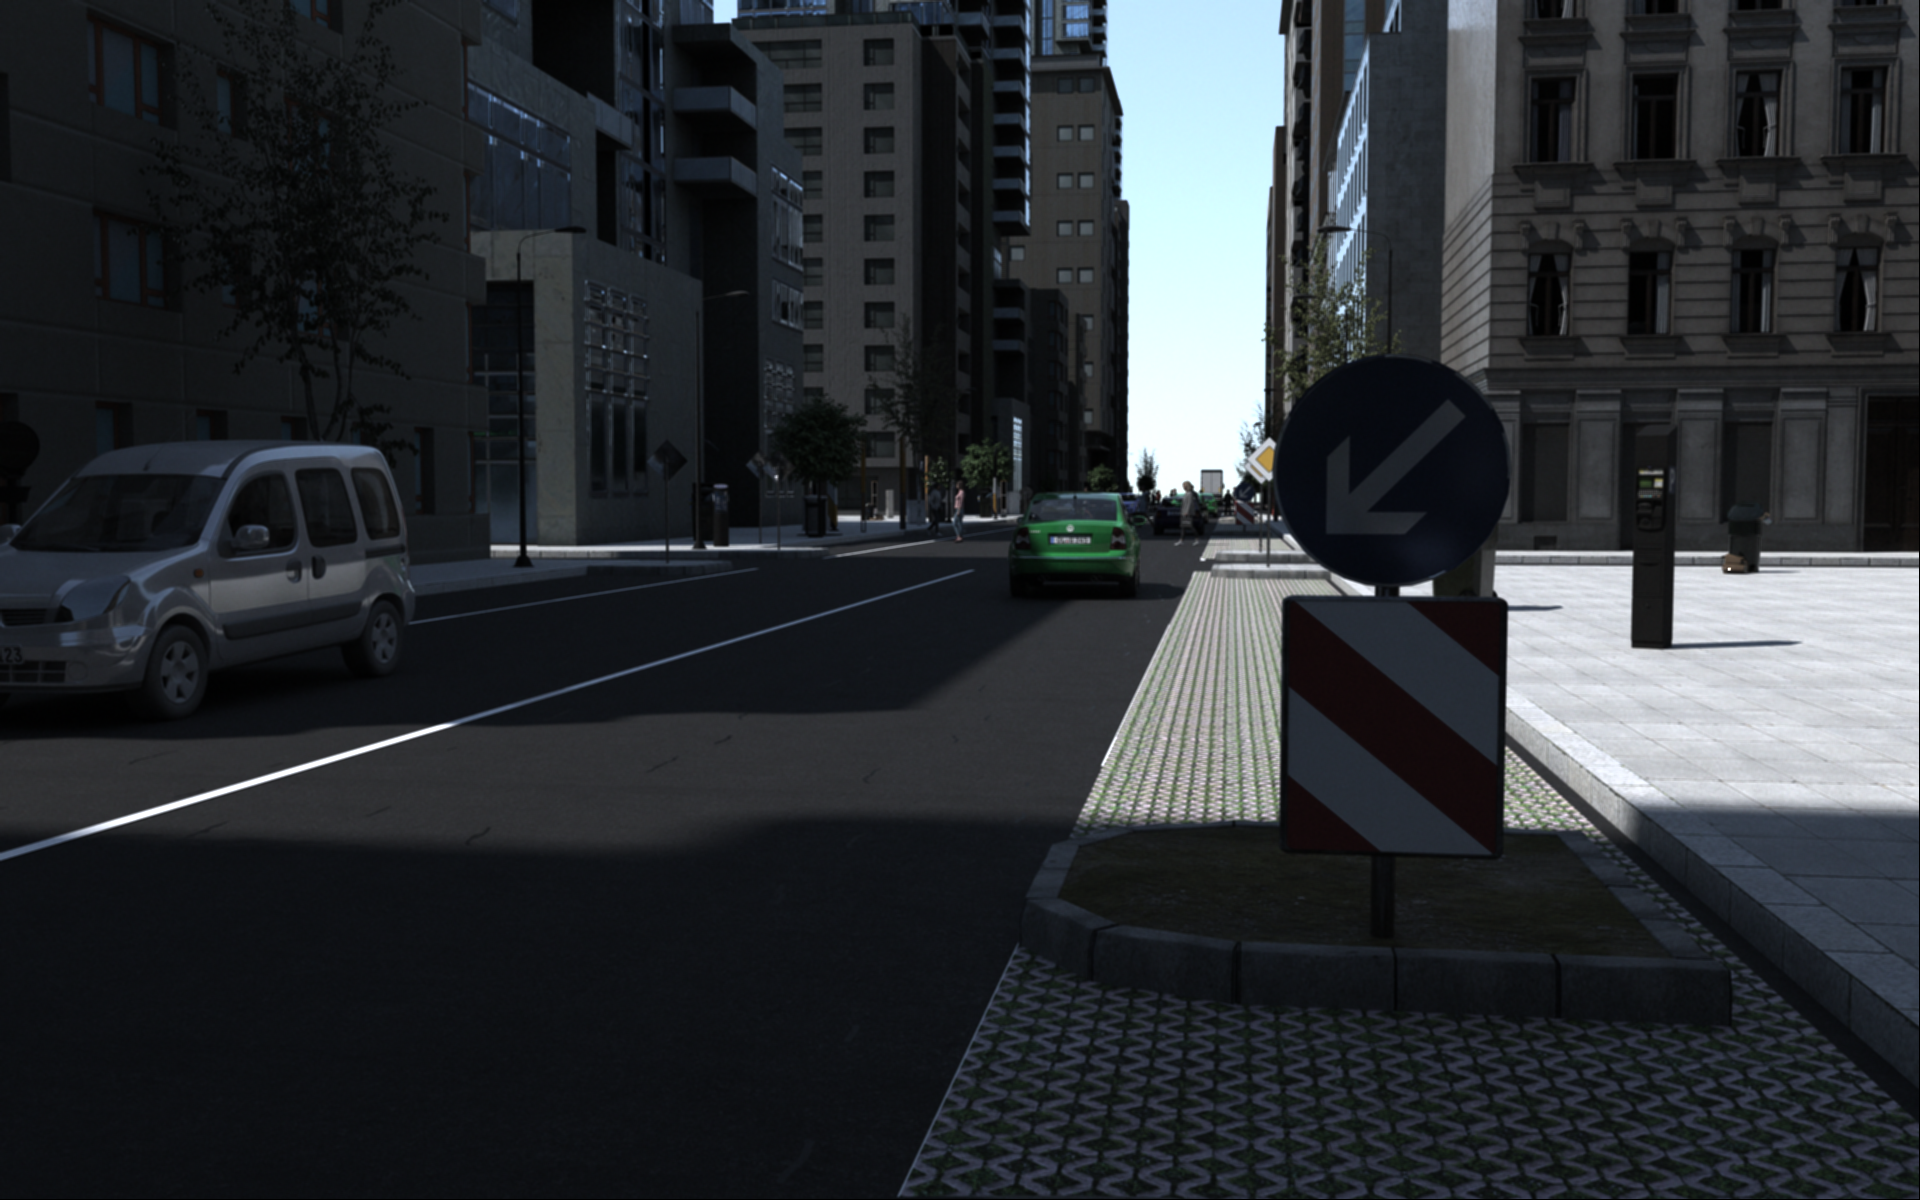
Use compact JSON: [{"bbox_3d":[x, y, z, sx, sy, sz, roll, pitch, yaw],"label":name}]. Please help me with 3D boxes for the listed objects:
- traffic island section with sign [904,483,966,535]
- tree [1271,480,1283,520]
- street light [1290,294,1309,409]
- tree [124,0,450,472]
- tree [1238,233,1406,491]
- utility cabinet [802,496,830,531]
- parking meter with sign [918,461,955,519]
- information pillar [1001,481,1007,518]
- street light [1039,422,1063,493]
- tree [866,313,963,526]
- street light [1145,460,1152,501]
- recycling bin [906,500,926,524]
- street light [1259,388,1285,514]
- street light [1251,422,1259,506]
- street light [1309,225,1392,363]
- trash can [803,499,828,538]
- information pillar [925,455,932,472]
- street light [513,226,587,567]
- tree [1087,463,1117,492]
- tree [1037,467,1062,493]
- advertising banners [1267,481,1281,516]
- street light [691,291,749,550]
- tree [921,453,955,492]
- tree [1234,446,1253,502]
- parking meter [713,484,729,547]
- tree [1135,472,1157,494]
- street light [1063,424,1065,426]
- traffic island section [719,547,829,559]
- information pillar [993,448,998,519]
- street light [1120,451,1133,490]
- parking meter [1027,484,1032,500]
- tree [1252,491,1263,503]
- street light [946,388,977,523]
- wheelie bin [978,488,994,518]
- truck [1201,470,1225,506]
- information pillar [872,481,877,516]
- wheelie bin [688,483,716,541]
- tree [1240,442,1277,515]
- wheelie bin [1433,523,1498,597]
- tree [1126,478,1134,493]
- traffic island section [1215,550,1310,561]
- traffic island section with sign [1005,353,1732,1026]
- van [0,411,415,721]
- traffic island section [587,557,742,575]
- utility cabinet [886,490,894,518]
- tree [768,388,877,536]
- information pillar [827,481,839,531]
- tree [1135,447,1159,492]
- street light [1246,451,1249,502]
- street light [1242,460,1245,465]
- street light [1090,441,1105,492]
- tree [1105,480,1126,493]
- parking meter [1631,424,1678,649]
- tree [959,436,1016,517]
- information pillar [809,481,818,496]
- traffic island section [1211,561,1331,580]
[{"bbox_3d":[-0.828,-3.229,61.416,1.989,1.847,2.006,1,4,9],"label":"traffic island section with sign"},{"bbox_3d":[16.598,-5.634,86.724,1.663,3.219,1.824,0,3,0],"label":"tree"},{"bbox_3d":[8.407,-4.144,40.288,1.470,5.913,1.316,1,4,9],"label":"street light"},{"bbox_3d":[-8.849,-4.479,23.601,4.360,8.622,3.978,0,3,0],"label":"tree"},{"bbox_3d":[10.511,-5.997,48.408,4.737,8.622,4.395,0,3,0],"label":"tree"},{"bbox_3d":[-5.033,-3.034,60.762,1.020,1.237,0.306,-3,5,-39],"label":"utility cabinet"},{"bbox_3d":[-1.285,-5.799,91.075,1.738,3.016,0.543,2,4,26],"label":"parking meter with sign"},{"bbox_3d":[2.383,-5.506,94.513,0.304,2.012,0.304,0,4,-2],"label":"information pillar"},{"bbox_3d":[5.690,-8.541,112.179,1.470,5.913,1.316,1,4,9],"label":"street light"},{"bbox_3d":[-1.670,-7.294,69.615,4.360,8.622,3.978,0,3,0],"label":"tree"},{"bbox_3d":[24.774,-16.005,234.214,1.470,5.913,1.316,1,4,9],"label":"street light"},{"bbox_3d":[-1.880,-3.772,74.233,0.722,1.027,0.722,-1,4,-15],"label":"recycling bin"},{"bbox_3d":[14.031,-6.342,76.230,1.470,5.913,1.316,1,4,9],"label":"street light"},{"bbox_3d":[20.155,-8.712,114.975,1.470,5.913,1.316,1,4,9],"label":"street light"},{"bbox_3d":[6.866,-3.515,30.013,1.470,5.913,1.316,1,4,9],"label":"street light"},{"bbox_3d":[-4.272,-2.420,51.212,0.748,1.137,0.748,0,3,0],"label":"trash can"},{"bbox_3d":[-1.809,-6.677,100.515,0.504,3.616,0.183,3,4,38],"label":"information pillar"},{"bbox_3d":[-7.148,-3.527,30.206,1.470,5.913,1.316,1,4,9],"label":"street light"},{"bbox_3d":[14.841,-12.124,181.943,4.285,4.588,4.351,0,3,0],"label":"tree"},{"bbox_3d":[6.310,-7.951,124.593,1.663,3.219,1.824,0,3,0],"label":"tree"},{"bbox_3d":[18.264,-6.388,100.626,0.090,3.025,2.074,-1,4,-13],"label":"advertising banners"},{"bbox_3d":[-5.513,-4.121,39.915,1.470,5.913,1.316,1,4,9],"label":"street light"},{"bbox_3d":[-1.040,-5.309,81.396,1.663,3.219,1.824,0,3,0],"label":"tree"},{"bbox_3d":[43.825,-19.157,263.582,4.360,8.622,3.978,0,3,0],"label":"tree"},{"bbox_3d":[-5.841,-2.075,42.335,0.372,1.533,0.369,0,3,0],"label":"parking meter"},{"bbox_3d":[27.097,-16.478,253.125,4.285,4.588,4.351,0,3,0],"label":"tree"},{"bbox_3d":[6.312,-8.747,115.556,1.470,5.913,1.316,1,4,9],"label":"street light"},{"bbox_3d":[-4.198,-1.081,39.954,2.009,0.180,2.903,1,4,9],"label":"traffic island section"},{"bbox_3d":[1.788,-5.889,87.636,0.183,3.616,0.504,1,4,13],"label":"information pillar"},{"bbox_3d":[19.073,-13.772,197.720,1.470,5.913,1.316,1,4,9],"label":"street light"},{"bbox_3d":[4.200,-6.099,105.431,0.255,1.863,0.399,2,4,29],"label":"parking meter"},{"bbox_3d":[44.057,-16.220,259.798,1.663,3.219,1.824,0,3,0],"label":"tree"},{"bbox_3d":[0.053,-6.342,76.239,1.470,5.913,1.316,1,4,9],"label":"street light"},{"bbox_3d":[1.419,-5.265,93.997,0.980,1.594,0.693,1,4,11],"label":"wheelie bin"},{"bbox_3d":[29.791,-13.195,204.649,2.839,4.237,11.283,1,4,9],"label":"truck"},{"bbox_3d":[-4.963,-5.877,100.584,0.304,2.012,0.304,-1,4,-9],"label":"information pillar"},{"bbox_3d":[-6.980,-2.420,47.475,0.980,1.594,0.693,0,4,1],"label":"wheelie bin"},{"bbox_3d":[19.866,-7.643,108.673,4.285,4.588,4.351,0,3,0],"label":"tree"},{"bbox_3d":[5.549,-0.688,19.153,0.693,1.594,0.980,3,4,37],"label":"wheelie bin"},{"bbox_3d":[20.095,-13.005,207.236,1.663,3.219,1.824,0,3,0],"label":"tree"},{"bbox_3d":[6.660,-0.977,38.254,2.009,0.180,2.903,1,4,9],"label":"traffic island section"},{"bbox_3d":[1.237,0.178,5.710,1.989,1.847,2.006,1,4,9],"label":"traffic island section with sign"},{"bbox_3d":[-5.530,-0.327,12.365,2.013,2.044,4.112,1,4,10],"label":"van"},{"bbox_3d":[-5.435,-0.598,32.065,2.009,0.180,2.903,1,4,9],"label":"traffic island section"},{"bbox_3d":[-3.757,-5.115,92.307,0.318,1.500,1.173,0,4,-8],"label":"utility cabinet"},{"bbox_3d":[-4.271,-4.281,53.700,4.285,4.588,4.351,0,3,0],"label":"tree"},{"bbox_3d":[-4.412,-4.199,60.005,0.183,3.616,0.504,-3,4,-37],"label":"information pillar"},{"bbox_3d":[28.763,-19.238,264.903,4.737,8.622,4.395,0,3,0],"label":"tree"},{"bbox_3d":[25.888,-10.912,150.954,1.470,5.913,1.316,1,4,9],"label":"street light"},{"bbox_3d":[33.192,-13.793,198.061,1.470,5.913,1.316,1,4,9],"label":"street light"},{"bbox_3d":[12.001,-10.993,152.269,1.470,5.913,1.316,1,4,9],"label":"street light"},{"bbox_3d":[16.380,-11.676,185.503,1.663,3.219,1.824,0,3,0],"label":"tree"},{"bbox_3d":[5.785,-0.533,14.432,0.255,1.863,0.399,2,4,35],"label":"parking meter"},{"bbox_3d":[1.594,-6.948,97.308,4.285,4.588,4.351,0,3,0],"label":"tree"},{"bbox_3d":[-6.632,-4.519,78.379,0.304,2.012,0.304,-2,4,-27],"label":"information pillar"},{"bbox_3d":[5.424,-0.494,30.364,2.009,0.180,2.903,1,4,9],"label":"traffic island section"}]
